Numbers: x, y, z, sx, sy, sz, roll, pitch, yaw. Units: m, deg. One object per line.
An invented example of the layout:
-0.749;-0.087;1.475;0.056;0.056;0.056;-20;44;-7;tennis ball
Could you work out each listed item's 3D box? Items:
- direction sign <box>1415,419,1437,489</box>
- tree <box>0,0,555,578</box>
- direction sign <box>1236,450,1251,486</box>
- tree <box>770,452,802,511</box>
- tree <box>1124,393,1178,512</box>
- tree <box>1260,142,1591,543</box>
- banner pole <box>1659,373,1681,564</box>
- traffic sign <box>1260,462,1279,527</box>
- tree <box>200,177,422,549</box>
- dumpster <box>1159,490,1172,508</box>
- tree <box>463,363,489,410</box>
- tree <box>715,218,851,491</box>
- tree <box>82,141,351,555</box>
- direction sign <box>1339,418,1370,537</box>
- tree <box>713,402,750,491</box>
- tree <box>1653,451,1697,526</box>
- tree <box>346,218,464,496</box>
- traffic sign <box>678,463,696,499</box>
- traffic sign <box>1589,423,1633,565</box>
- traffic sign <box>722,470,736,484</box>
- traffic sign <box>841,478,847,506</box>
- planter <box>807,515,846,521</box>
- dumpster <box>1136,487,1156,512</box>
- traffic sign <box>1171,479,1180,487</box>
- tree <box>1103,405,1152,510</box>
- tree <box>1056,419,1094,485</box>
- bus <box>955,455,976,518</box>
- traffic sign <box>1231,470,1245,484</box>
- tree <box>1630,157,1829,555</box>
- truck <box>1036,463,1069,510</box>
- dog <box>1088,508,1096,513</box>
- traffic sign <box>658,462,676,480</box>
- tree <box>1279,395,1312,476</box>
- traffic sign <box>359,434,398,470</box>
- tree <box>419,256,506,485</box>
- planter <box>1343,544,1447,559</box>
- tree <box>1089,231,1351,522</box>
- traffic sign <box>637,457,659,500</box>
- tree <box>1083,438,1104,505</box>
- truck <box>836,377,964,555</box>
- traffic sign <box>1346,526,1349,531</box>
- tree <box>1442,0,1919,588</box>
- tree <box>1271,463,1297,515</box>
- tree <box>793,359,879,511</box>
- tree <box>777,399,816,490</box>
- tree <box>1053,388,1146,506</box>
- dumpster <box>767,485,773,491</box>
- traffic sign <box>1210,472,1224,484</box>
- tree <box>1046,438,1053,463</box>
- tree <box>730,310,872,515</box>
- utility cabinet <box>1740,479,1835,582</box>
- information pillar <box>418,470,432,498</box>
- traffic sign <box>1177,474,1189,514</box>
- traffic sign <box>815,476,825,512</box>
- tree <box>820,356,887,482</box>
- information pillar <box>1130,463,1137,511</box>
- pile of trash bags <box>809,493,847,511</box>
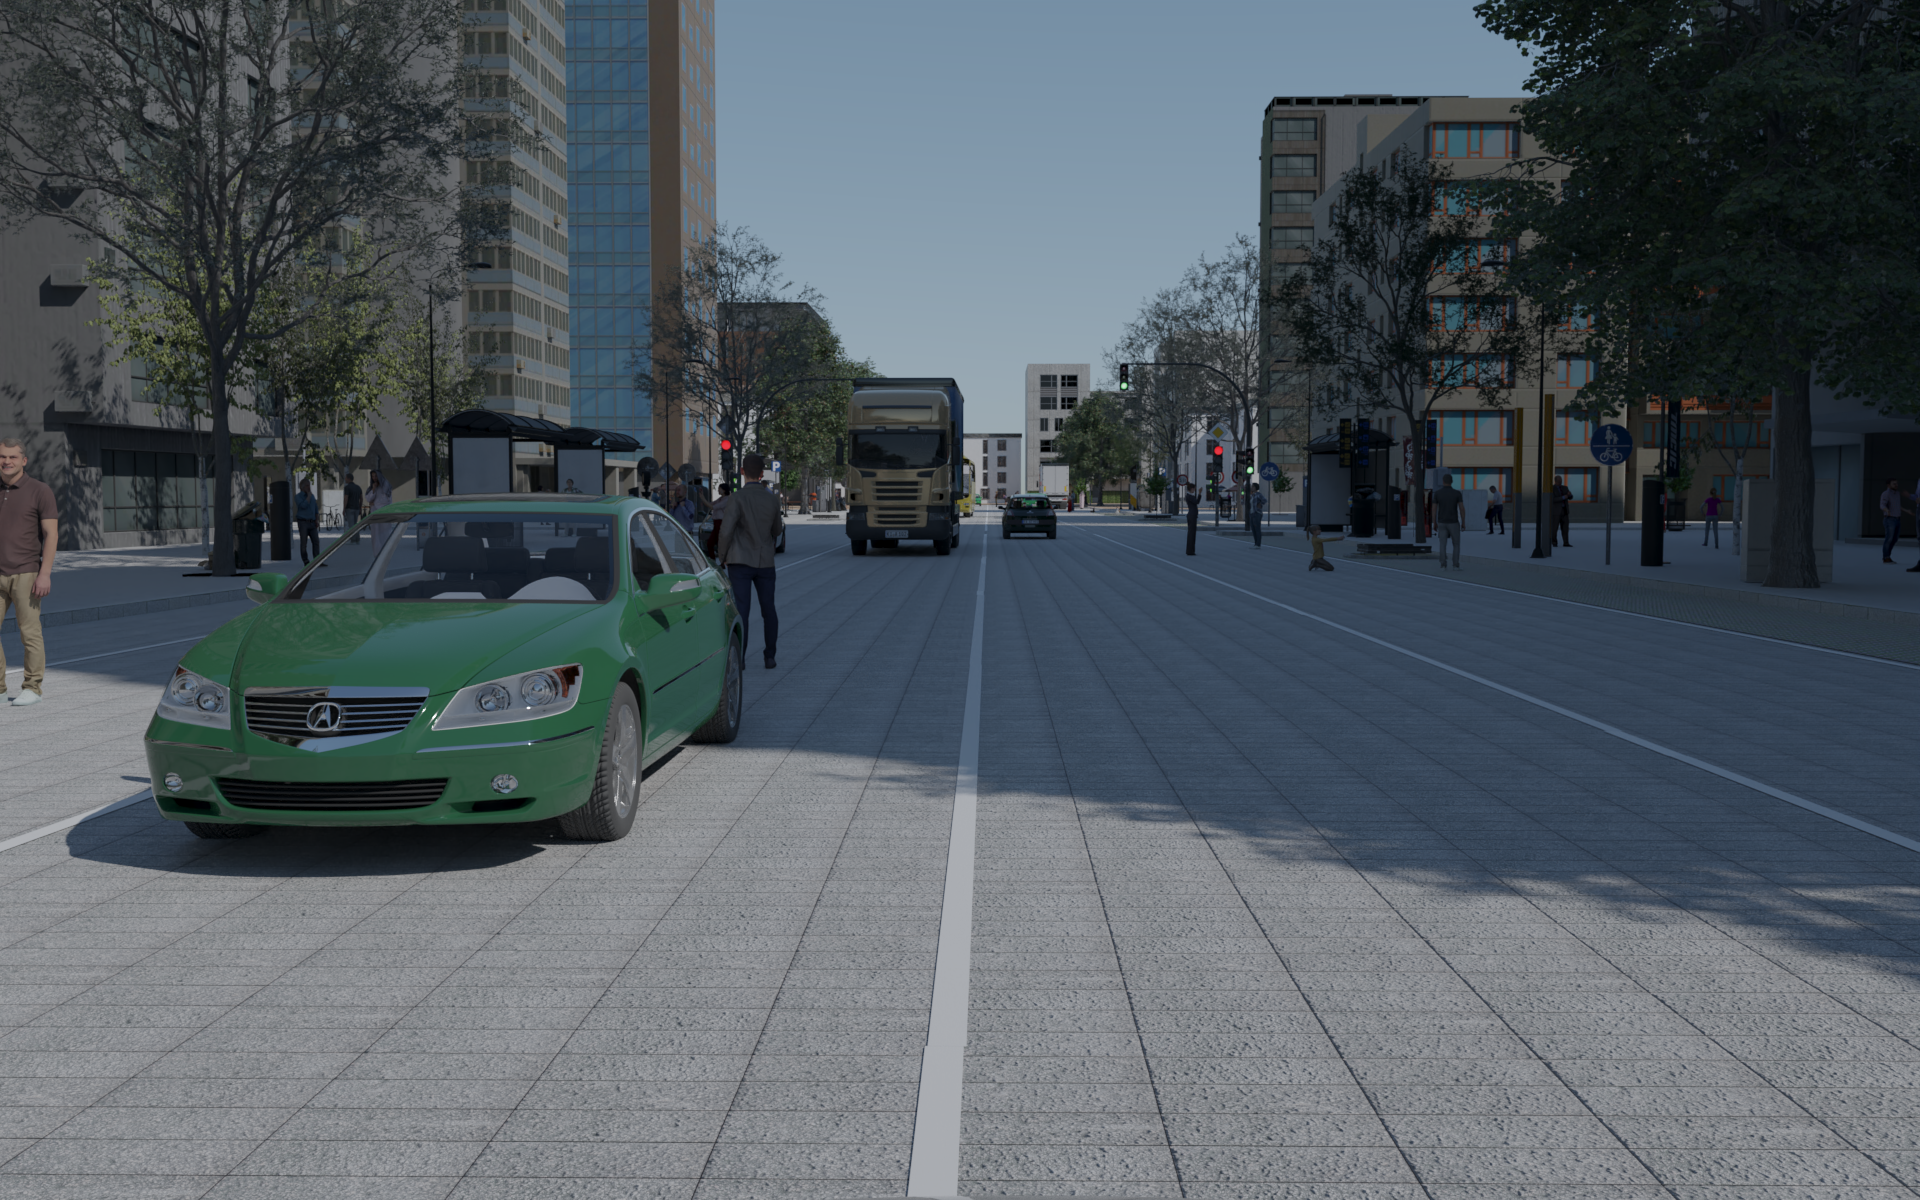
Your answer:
14.127;-3.718;52.784;0.379;3.537;0.876;-3;5;-40;direction sign
-11.395;-7.104;26.517;12.009;13.543;11.850;0;3;0;tree
14.702;-5.990;89.933;0.876;3.537;0.379;-1;4;-20;direction sign
-13.656;-9.226;134.563;4.285;4.588;4.351;0;3;0;tree
13.978;-10.556;122.961;4.360;8.622;3.978;0;3;0;tree
12.120;-6.780;45.271;8.767;10.594;7.601;1;4;9;tree
13.079;-2.566;31.967;0.863;3.779;0.401;-3;4;-38;banner pole
12.204;-4.175;68.374;0.768;2.556;0.104;1;4;9;traffic sign
-15.514;-5.513;40.506;4.360;8.622;3.978;0;3;0;tree
15.402;-7.677;131.273;1.264;1.857;1.865;0;4;1;dumpster
-21.935;-7.499;72.963;4.737;8.622;4.395;0;3;0;tree
-9.904;-10.202;77.176;12.009;13.543;11.850;0;3;0;tree
-15.780;-5.228;35.847;4.737;8.622;4.395;0;3;0;tree
11.777;-3.658;51.800;0.876;3.537;0.379;0;4;4;direction sign
-18.352;-11.317;135.402;4.360;8.622;3.978;0;3;0;tree
28.534;-4.560;69.163;1.663;3.219;1.824;0;3;0;tree
-16.609;-5.901;46.843;4.737;8.622;4.395;0;3;0;tree
-11.279;-4.367;71.498;0.768;2.556;0.104;1;4;8;traffic sign
11.765;-1.912;31.374;0.768;2.556;0.104;0;4;4;traffic sign
-11.827;-5.430;88.890;0.768;2.556;0.104;0;4;4;traffic sign
-8.984;-8.292;135.681;0.768;2.556;0.104;0;4;8;traffic sign
-7.238;-4.457;94.004;1.991;0.319;1.994;0;4;1;planter
13.639;-7.419;127.058;1.264;1.857;1.865;0;4;1;dumpster
13.858;-6.695;111.593;0.606;2.300;0.079;1;4;10;traffic sign
13.491;-11.431;137.252;4.737;8.622;4.395;0;3;0;tree
15.893;-18.453;219.826;7.486;12.596;7.792;0;3;0;tree
-0.426;-7.121;107.972;2.896;3.916;12.252;0;4;2;bus
14.545;-5.525;90.436;0.768;2.556;0.104;0;4;6;traffic sign
16.338;-5.260;36.359;4.360;8.622;3.978;0;3;0;tree
8.792;-10.710;164.018;2.839;4.237;11.283;0;4;1;truck
10.173;-6.942;133.688;0.748;0.427;0.550;0;4;-8;dog
-11.684;-4.234;68.959;0.795;2.593;0.064;1;4;9;traffic sign
24.064;-10.341;119.433;4.360;8.622;3.978;0;3;0;tree
-12.663;-2.305;37.687;0.884;2.594;0.081;0;4;6;traffic sign
-15.988;-6.228;52.195;4.360;8.622;3.978;0;3;0;tree
9.632;-1.073;38.682;1.991;0.319;1.994;0;4;1;planter
13.083;-10.383;80.133;12.009;13.543;11.850;0;3;0;tree
-10.597;-3.591;58.818;0.768;2.556;0.104;0;4;3;traffic sign
14.882;-15.050;196.437;4.360;8.622;3.978;0;3;0;tree
-1.279;-3.368;43.981;2.839;4.237;11.283;0;4;2;truck
13.297;-3.624;59.357;0.768;2.556;0.104;0;4;7;traffic sign
11.409;-7.141;23.403;9.857;13.997;8.962;0;3;0;tree
19.413;-6.758;105.094;1.663;3.219;1.824;0;3;0;tree
-9.360;-12.425;128.899;9.928;11.665;9.643;0;3;0;tree
-10.667;-10.174;116.713;4.360;8.622;3.978;0;3;0;tree
15.119;-16.388;184.947;9.611;12.733;9.660;0;3;0;tree
-9.946;-4.866;85.326;1.264;1.857;1.865;0;4;1;dumpster
13.328;-5.489;89.859;0.768;2.556;0.104;0;4;7;traffic sign
14.823;-17.620;205.093;9.611;12.733;9.660;0;3;0;tree
-9.700;-11.684;108.039;9.611;12.733;9.660;0;3;0;tree
11.979;-1.004;25.089;1.173;1.500;0.318;0;4;7;utility cabinet
-12.574;-2.216;40.729;0.304;2.012;0.304;0;4;2;information pillar
14.192;-6.753;110.515;0.768;2.556;0.104;0;4;2;traffic sign
-9.721;-7.369;120.582;0.768;2.556;0.104;0;4;5;traffic sign
-9.383;-15.414;158.678;9.857;13.997;8.962;0;3;0;tree
13.240;-8.602;131.990;0.504;3.616;0.183;1;4;13;information pillar
-10.230;-7.488;132.183;3.447;1.369;1.912;3;4;39;pile of trash bags
